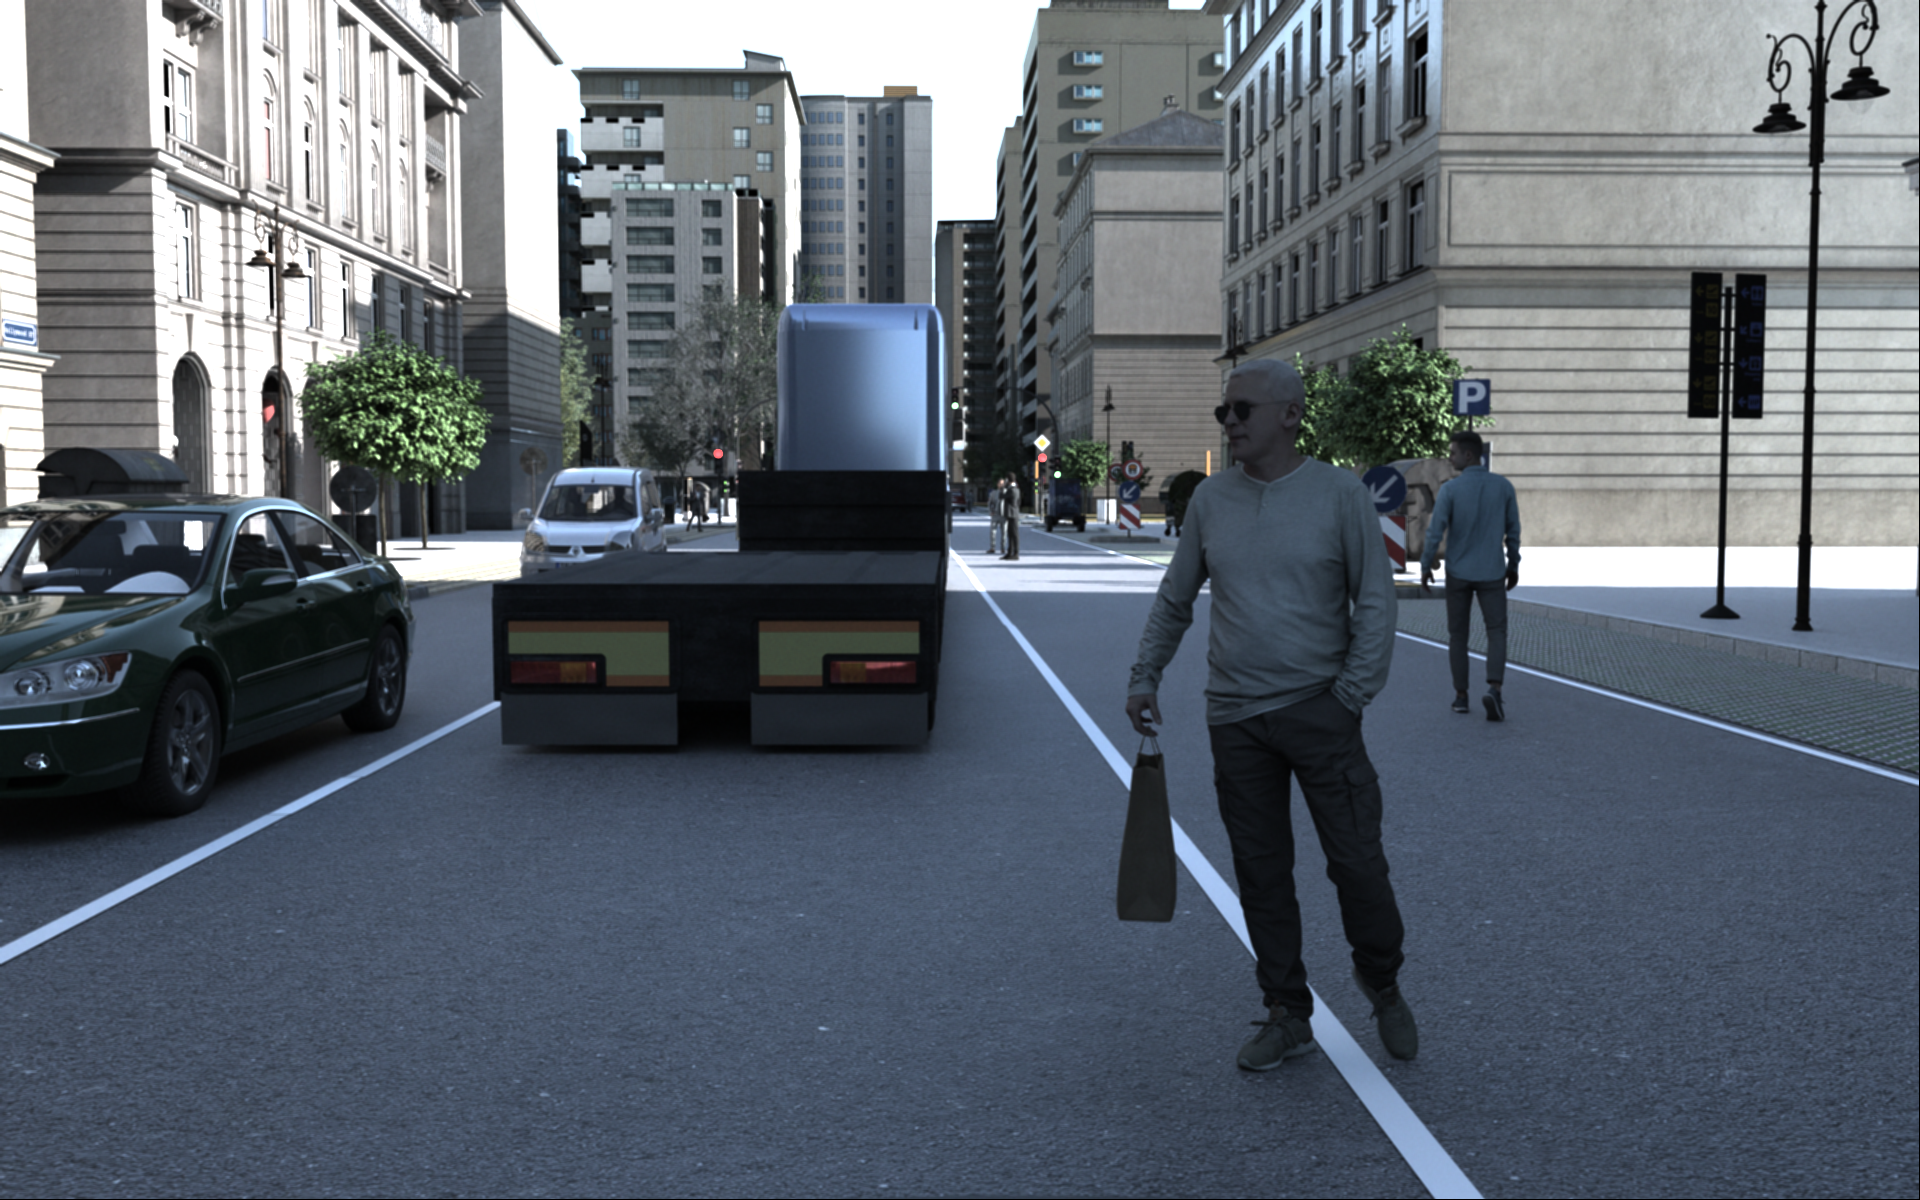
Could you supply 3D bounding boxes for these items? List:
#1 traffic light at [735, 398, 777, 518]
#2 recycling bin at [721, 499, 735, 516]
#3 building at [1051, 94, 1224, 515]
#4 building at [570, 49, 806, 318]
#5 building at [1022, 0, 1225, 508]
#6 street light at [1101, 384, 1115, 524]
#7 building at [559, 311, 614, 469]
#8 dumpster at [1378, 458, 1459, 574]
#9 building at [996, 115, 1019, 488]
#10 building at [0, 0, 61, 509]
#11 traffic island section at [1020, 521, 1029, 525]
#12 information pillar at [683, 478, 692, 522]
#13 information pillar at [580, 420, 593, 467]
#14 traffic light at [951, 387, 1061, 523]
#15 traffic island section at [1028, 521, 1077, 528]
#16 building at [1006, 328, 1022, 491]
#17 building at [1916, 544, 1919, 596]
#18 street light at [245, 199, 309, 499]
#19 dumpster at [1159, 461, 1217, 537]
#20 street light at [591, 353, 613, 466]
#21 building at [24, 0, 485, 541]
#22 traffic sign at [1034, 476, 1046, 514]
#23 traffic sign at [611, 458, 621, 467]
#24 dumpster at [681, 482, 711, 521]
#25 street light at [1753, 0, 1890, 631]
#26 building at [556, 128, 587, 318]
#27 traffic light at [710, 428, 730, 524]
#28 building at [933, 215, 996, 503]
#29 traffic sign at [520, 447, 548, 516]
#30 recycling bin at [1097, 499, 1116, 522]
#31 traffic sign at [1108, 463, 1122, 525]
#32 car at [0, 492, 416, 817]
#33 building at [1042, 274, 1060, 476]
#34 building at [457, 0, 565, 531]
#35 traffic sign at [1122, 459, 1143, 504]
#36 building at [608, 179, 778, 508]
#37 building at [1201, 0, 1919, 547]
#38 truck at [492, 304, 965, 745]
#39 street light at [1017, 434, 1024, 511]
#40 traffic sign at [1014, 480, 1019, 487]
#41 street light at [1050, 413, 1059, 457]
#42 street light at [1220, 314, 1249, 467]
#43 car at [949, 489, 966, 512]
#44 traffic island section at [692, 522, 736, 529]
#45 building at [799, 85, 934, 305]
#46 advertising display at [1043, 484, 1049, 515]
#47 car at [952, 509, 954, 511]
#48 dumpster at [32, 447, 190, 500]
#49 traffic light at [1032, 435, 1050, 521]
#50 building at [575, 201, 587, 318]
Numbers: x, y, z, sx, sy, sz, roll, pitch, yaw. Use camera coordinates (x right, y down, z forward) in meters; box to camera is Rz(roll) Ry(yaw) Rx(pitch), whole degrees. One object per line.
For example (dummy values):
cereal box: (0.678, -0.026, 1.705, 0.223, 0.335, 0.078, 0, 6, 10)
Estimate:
traffic light: (-8.321, -6.523, 81.318, 4.771, 5.953, 1.251, 0, 4, -2)
recycling bin: (-13.157, -5.238, 98.201, 0.722, 1.027, 0.722, -1, 4, -19)
building: (13.483, -19.684, 119.093, 12.463, 27.353, 25.104, 0, 4, -2)
building: (-33.497, -38.223, 214.192, 27.495, 52.752, 28.713, 0, 4, -2)
building: (17.335, -33.284, 167.901, 21.300, 48.544, 21.600, 0, 4, -2)
street light: (6.243, -6.126, 72.952, 0.468, 5.910, 1.993, 0, 4, -2)
building: (-32.681, -20.759, 184.443, 27.650, 21.520, 28.899, 0, 4, -2)
dumpster: (7.524, -1.380, 28.314, 1.264, 1.857, 1.865, 0, 4, -2)
building: (15.702, -36.373, 218.394, 21.300, 48.544, 21.600, 0, 4, -2)
building: (-21.184, -11.904, 13.721, 14.460, 24.649, 34.723, 0, 4, -2)
traffic island section: (3.885, -3.639, 81.785, 2.009, 0.180, 2.903, 0, 4, -2)
information pillar: (-12.703, -4.664, 80.751, 0.304, 2.012, 0.304, 2, 4, 24)
information pillar: (-11.804, -3.875, 54.709, 0.183, 3.616, 0.504, 2, 4, 30)
traffic light: (2.000, -6.044, 73.484, 4.771, 5.953, 1.251, 0, 4, -2)
traffic island section: (4.129, -3.151, 73.804, 2.009, 0.180, 2.903, 0, 4, -2)
building: (19.799, -21.351, 194.130, 27.650, 21.520, 28.899, 0, 4, -2)
building: (16.487, -10.337, 19.914, 10.553, 20.767, 40.483, 0, 4, -2)
street light: (-10.785, -3.346, 27.500, 0.468, 5.910, 1.993, 0, 4, -2)
dumpster: (6.874, -3.034, 52.107, 1.502, 2.255, 1.985, 0, 4, -2)
street light: (-11.668, -5.127, 56.618, 0.468, 5.910, 1.993, 0, 4, -2)
building: (-21.627, -12.377, 44.166, 13.314, 21.916, 24.055, 0, 4, -2)
traffic sign: (5.225, -6.925, 113.322, 0.768, 2.556, 0.104, 0, 4, 2)
traffic sign: (-12.253, -3.770, 61.646, 0.884, 2.594, 0.081, 0, 4, 6)
dumpster: (-12.653, -4.717, 82.879, 1.264, 1.857, 1.865, 0, 4, -2)
street light: (7.925, -2.650, 16.115, 0.468, 5.910, 1.993, 0, 4, -2)
building: (-62.510, -36.421, 215.086, 30.456, 49.044, 23.786, 0, 4, -2)
traffic light: (-10.165, -5.157, 73.238, 0.839, 4.253, 0.868, 0, 4, -2)
building: (3.306, -34.664, 250.347, 14.086, 41.232, 14.154, 0, 4, -2)
traffic sign: (-11.514, -2.857, 46.817, 0.768, 2.556, 0.104, 0, 4, -1)
recycling bin: (6.890, -4.194, 81.125, 0.722, 1.027, 0.722, -2, 4, -26)
traffic sign: (6.490, -4.377, 71.669, 0.768, 2.556, 0.104, 0, 4, 2)
car: (-4.360, 0.159, 9.196, 2.131, 1.459, 4.920, 0, 4, -1)
building: (14.325, -18.473, 143.830, 13.314, 21.916, 24.055, 0, 4, -2)
building: (-24.784, -13.178, 64.617, 18.267, 20.994, 9.793, 0, 4, -2)
traffic sign: (6.281, -3.849, 63.045, 0.768, 2.556, 0.104, 0, 4, 5)
building: (-24.683, -23.929, 162.940, 14.160, 30.474, 14.107, 0, 4, -2)
building: (18.164, -13.576, 55.253, 16.112, 22.955, 30.059, 0, 4, -2)
truck: (-1.379, -1.772, 18.731, 2.967, 4.110, 18.799, 0, 4, 0)
street light: (4.495, -9.481, 127.797, 0.468, 5.910, 1.993, 0, 4, -2)
traffic sign: (4.096, -8.073, 132.002, 0.884, 2.594, 0.081, 0, 3, 0)
street light: (5.411, -7.743, 99.381, 0.468, 5.910, 1.993, 0, 4, -2)
street light: (7.045, -4.388, 44.532, 0.468, 5.910, 1.993, 0, 4, -2)
car: (-0.629, -7.838, 136.821, 2.281, 1.827, 5.304, 0, 4, -2)
traffic island section: (-10.206, -3.125, 73.372, 2.009, 0.180, 2.903, 0, 4, -2)
building: (-18.090, -43.455, 252.482, 28.212, 58.520, 21.231, 0, 4, -2)
advertising display: (5.490, -6.263, 107.613, 0.974, 1.923, 0.123, 2, 4, 24)
car: (-1.530, -8.481, 147.337, 2.281, 1.827, 5.304, 0, 4, -2)
dumpster: (-10.887, -1.009, 22.258, 1.264, 1.857, 1.865, 0, 4, -2)
traffic light: (3.845, -5.673, 81.670, 0.839, 4.253, 0.868, 0, 4, -2)
building: (-46.617, -36.539, 252.043, 28.867, 44.769, 22.147, 0, 4, -2)
